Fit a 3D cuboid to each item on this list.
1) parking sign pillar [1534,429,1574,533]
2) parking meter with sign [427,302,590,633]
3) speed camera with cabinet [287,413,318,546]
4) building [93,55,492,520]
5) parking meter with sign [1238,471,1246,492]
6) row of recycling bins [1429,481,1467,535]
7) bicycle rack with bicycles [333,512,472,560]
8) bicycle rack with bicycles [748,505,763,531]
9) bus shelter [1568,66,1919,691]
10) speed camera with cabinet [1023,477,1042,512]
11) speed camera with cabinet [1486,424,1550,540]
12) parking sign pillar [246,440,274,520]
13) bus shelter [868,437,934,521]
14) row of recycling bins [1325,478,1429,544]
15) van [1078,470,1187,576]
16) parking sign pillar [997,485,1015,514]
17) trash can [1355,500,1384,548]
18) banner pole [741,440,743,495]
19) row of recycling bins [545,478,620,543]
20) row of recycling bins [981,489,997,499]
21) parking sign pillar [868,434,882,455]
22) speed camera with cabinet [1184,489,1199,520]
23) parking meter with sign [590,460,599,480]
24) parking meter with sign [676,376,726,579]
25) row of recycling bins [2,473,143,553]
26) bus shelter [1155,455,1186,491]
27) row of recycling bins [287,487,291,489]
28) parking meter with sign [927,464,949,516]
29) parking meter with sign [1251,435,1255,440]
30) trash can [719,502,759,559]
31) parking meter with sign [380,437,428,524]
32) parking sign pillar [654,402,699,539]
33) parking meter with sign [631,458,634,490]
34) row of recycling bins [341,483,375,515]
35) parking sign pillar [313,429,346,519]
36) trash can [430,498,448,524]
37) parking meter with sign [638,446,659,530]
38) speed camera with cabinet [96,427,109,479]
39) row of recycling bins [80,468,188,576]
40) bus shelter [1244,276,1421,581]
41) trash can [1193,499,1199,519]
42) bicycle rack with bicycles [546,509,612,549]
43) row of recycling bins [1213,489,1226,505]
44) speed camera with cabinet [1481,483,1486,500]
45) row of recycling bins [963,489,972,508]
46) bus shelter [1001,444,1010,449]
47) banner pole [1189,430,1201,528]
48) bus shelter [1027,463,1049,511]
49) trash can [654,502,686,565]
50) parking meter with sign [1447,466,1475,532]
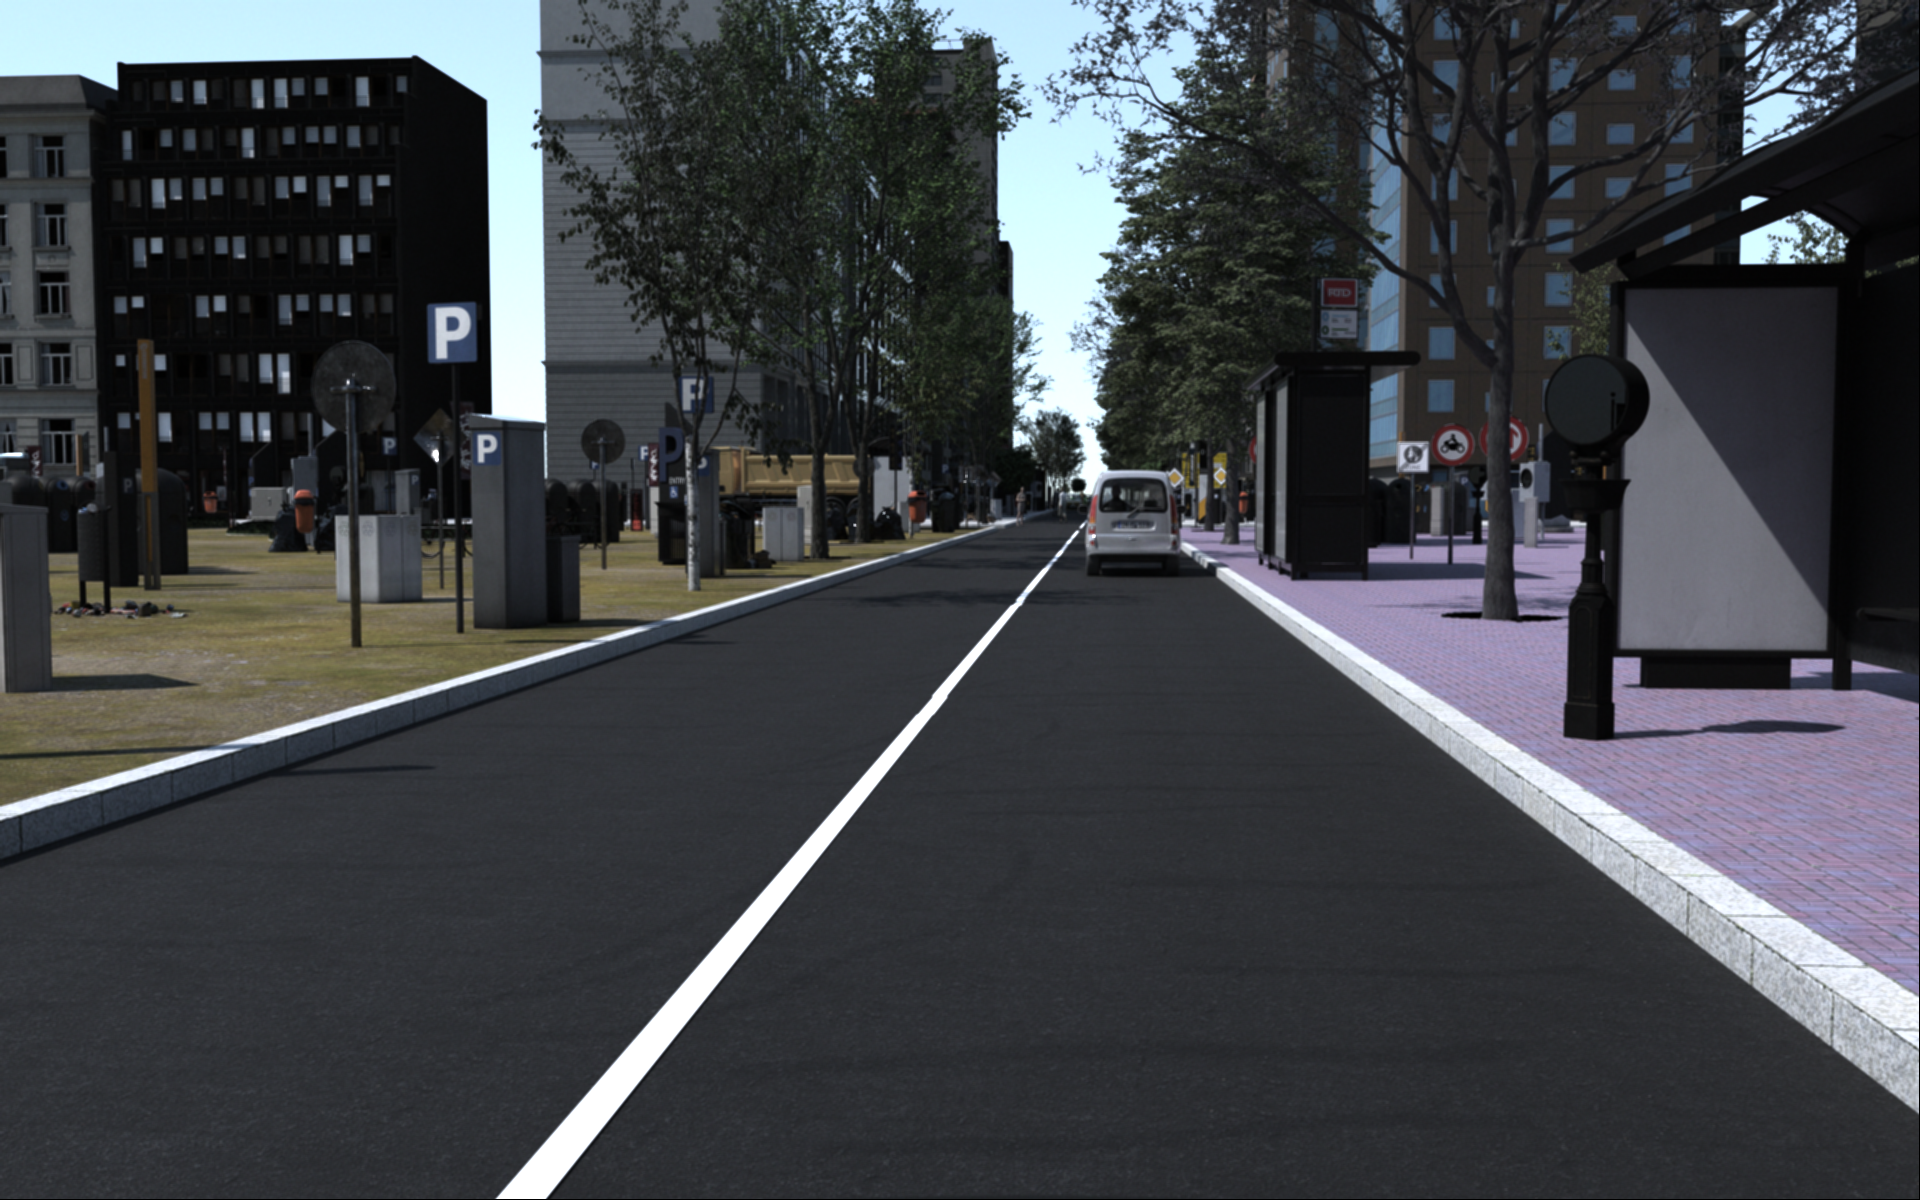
[{"bbox_3d":[19.673,-4.224,57.529,1.447,3.967,1.447,-2,4,-26],"label":"parking sign pillar"},{"bbox_3d":[-4.316,-1.248,16.659,0.543,3.016,1.738,1,4,21],"label":"parking meter with sign"},{"bbox_3d":[-16.374,-2.980,43.066,0.660,3.252,2.038,-2,4,-25],"label":"speed camera with cabinet"},{"bbox_3d":[-34.960,-16.077,92.540,15.834,23.373,12.332,0,4,5],"label":"building"},{"bbox_3d":[21.743,-8.217,130.602,1.738,3.016,0.543,2,4,26],"label":"parking meter with sign"},{"bbox_3d":[15.406,-2.970,55.673,1.069,1.692,3.534,0,4,-2],"label":"row of recycling bins"},{"bbox_3d":[-11.172,-1.284,34.377,2.925,0.926,2.852,1,4,14],"label":"bicycle rack with bicycles"},{"bbox_3d":[-7.711,-2.763,58.561,2.852,0.926,2.925,-1,4,-10],"label":"bicycle rack with bicycles"},{"bbox_3d":[4.849,-0.913,8.850,2.014,3.302,5.546,0,4,5],"label":"bus shelter"},{"bbox_3d":[4.971,-7.852,122.721,0.660,3.252,2.038,3,5,40],"label":"speed camera with cabinet"},{"bbox_3d":[15.953,-3.365,49.355,0.660,3.252,2.038,-1,4,-17],"label":"speed camera with cabinet"},{"bbox_3d":[-34.682,-5.962,85.950,1.447,3.967,1.447,1,4,23],"label":"parking sign pillar"},{"bbox_3d":[-2.242,-4.282,63.933,2.014,3.302,5.546,0,4,5],"label":"bus shelter"},{"bbox_3d":[10.587,-2.391,46.208,1.069,1.692,3.534,-3,5,-44],"label":"row of recycling bins"},{"bbox_3d":[3.157,-1.511,31.717,2.013,2.044,4.112,0,4,5],"label":"van"},{"bbox_3d":[3.119,-7.698,114.335,1.447,3.967,1.447,2,4,32],"label":"parking sign pillar"},{"bbox_3d":[9.725,-1.813,41.298,0.748,1.137,0.748,0,3,0],"label":"trash can"},{"bbox_3d":[-10.092,-5.516,80.205,0.401,3.779,0.863,0,4,-4],"label":"banner pole"},{"bbox_3d":[-10.303,-2.329,45.187,1.069,1.692,3.534,3,4,36],"label":"row of recycling bins"},{"bbox_3d":[2.270,-7.546,130.491,1.069,1.692,3.534,-1,4,-18],"label":"row of recycling bins"},{"bbox_3d":[-4.089,-5.458,77.706,1.447,3.967,1.447,1,4,16],"label":"parking sign pillar"},{"bbox_3d":[11.624,-5.706,87.637,0.660,3.252,2.038,3,5,40],"label":"speed camera with cabinet"},{"bbox_3d":[-18.256,-5.350,83.736,1.738,3.016,0.543,2,4,33],"label":"parking meter with sign"},{"bbox_3d":[-3.910,-1.850,26.510,0.543,3.016,1.738,0,4,0],"label":"parking meter with sign"},{"bbox_3d":[-19.944,-1.925,38.583,1.069,1.692,3.534,1,4,12],"label":"row of recycling bins"},{"bbox_3d":[12.910,-7.016,105.990,1.731,3.624,6.357,0,4,5],"label":"bus shelter"},{"bbox_3d":[-31.314,-4.768,85.067,3.534,1.692,1.069,-3,4,-37],"label":"row of recycling bins"},{"bbox_3d":[-1.337,-6.434,101.454,0.543,3.016,1.738,-2,4,-34],"label":"parking meter with sign"},{"bbox_3d":[9.382,-3.342,50.910,0.543,3.016,1.738,-3,4,-38],"label":"parking meter with sign"},{"bbox_3d":[-4.017,-1.205,31.356,0.748,1.137,0.748,0,3,0],"label":"trash can"},{"bbox_3d":[-16.806,-3.450,52.675,1.738,3.016,0.543,2,4,33],"label":"parking meter with sign"},{"bbox_3d":[-8.189,-3.789,50.417,1.447,3.967,1.447,3,5,39],"label":"parking sign pillar"},{"bbox_3d":[-15.115,-5.396,84.480,1.738,3.016,0.543,0,4,-5],"label":"parking meter with sign"},{"bbox_3d":[-22.329,-3.503,64.383,1.069,1.692,3.534,-1,4,-13],"label":"row of recycling bins"},{"bbox_3d":[-24.333,-4.785,66.709,1.447,3.967,1.447,2,4,30],"label":"parking sign pillar"},{"bbox_3d":[-20.025,-3.357,66.544,0.748,1.137,0.748,0,3,0],"label":"trash can"},{"bbox_3d":[-11.139,-4.082,62.995,0.543,3.016,1.738,1,4,8],"label":"parking meter with sign"},{"bbox_3d":[-25.187,-3.425,50.340,0.660,3.252,2.038,1,4,21],"label":"speed camera with cabinet"},{"bbox_3d":[-13.627,-1.319,28.686,1.069,1.692,3.534,-2,4,-35],"label":"row of recycling bins"},{"bbox_3d":[6.077,-3.185,29.706,2.179,5.291,8.768,0,4,5],"label":"bus shelter"},{"bbox_3d":[14.017,-5.459,100.908,0.748,1.137,0.748,0,3,0],"label":"trash can"},{"bbox_3d":[-9.497,-1.650,40.359,2.925,0.926,2.852,-3,4,-36],"label":"bicycle rack with bicycles"},{"bbox_3d":[20.417,-7.889,136.101,3.534,1.692,1.069,1,4,13],"label":"row of recycling bins"},{"bbox_3d":[19.650,-4.144,62.086,2.038,3.252,0.660,-2,4,-25],"label":"speed camera with cabinet"},{"bbox_3d":[0.521,-8.345,143.553,1.069,1.692,3.534,0,4,2],"label":"row of recycling bins"},{"bbox_3d":[4.611,-10.073,142.320,2.179,5.291,8.768,0,4,5],"label":"bus shelter"},{"bbox_3d":[8.873,-4.630,65.719,0.401,3.779,0.863,-1,4,-17],"label":"banner pole"},{"bbox_3d":[5.828,-8.619,132.198,1.731,3.624,6.357,0,4,5],"label":"bus shelter"},{"bbox_3d":[-5.173,-1.210,31.436,0.748,1.137,0.748,0,3,0],"label":"trash can"},{"bbox_3d":[17.039,-3.844,59.113,0.543,3.016,1.738,-1,4,-11],"label":"parking meter with sign"}]
